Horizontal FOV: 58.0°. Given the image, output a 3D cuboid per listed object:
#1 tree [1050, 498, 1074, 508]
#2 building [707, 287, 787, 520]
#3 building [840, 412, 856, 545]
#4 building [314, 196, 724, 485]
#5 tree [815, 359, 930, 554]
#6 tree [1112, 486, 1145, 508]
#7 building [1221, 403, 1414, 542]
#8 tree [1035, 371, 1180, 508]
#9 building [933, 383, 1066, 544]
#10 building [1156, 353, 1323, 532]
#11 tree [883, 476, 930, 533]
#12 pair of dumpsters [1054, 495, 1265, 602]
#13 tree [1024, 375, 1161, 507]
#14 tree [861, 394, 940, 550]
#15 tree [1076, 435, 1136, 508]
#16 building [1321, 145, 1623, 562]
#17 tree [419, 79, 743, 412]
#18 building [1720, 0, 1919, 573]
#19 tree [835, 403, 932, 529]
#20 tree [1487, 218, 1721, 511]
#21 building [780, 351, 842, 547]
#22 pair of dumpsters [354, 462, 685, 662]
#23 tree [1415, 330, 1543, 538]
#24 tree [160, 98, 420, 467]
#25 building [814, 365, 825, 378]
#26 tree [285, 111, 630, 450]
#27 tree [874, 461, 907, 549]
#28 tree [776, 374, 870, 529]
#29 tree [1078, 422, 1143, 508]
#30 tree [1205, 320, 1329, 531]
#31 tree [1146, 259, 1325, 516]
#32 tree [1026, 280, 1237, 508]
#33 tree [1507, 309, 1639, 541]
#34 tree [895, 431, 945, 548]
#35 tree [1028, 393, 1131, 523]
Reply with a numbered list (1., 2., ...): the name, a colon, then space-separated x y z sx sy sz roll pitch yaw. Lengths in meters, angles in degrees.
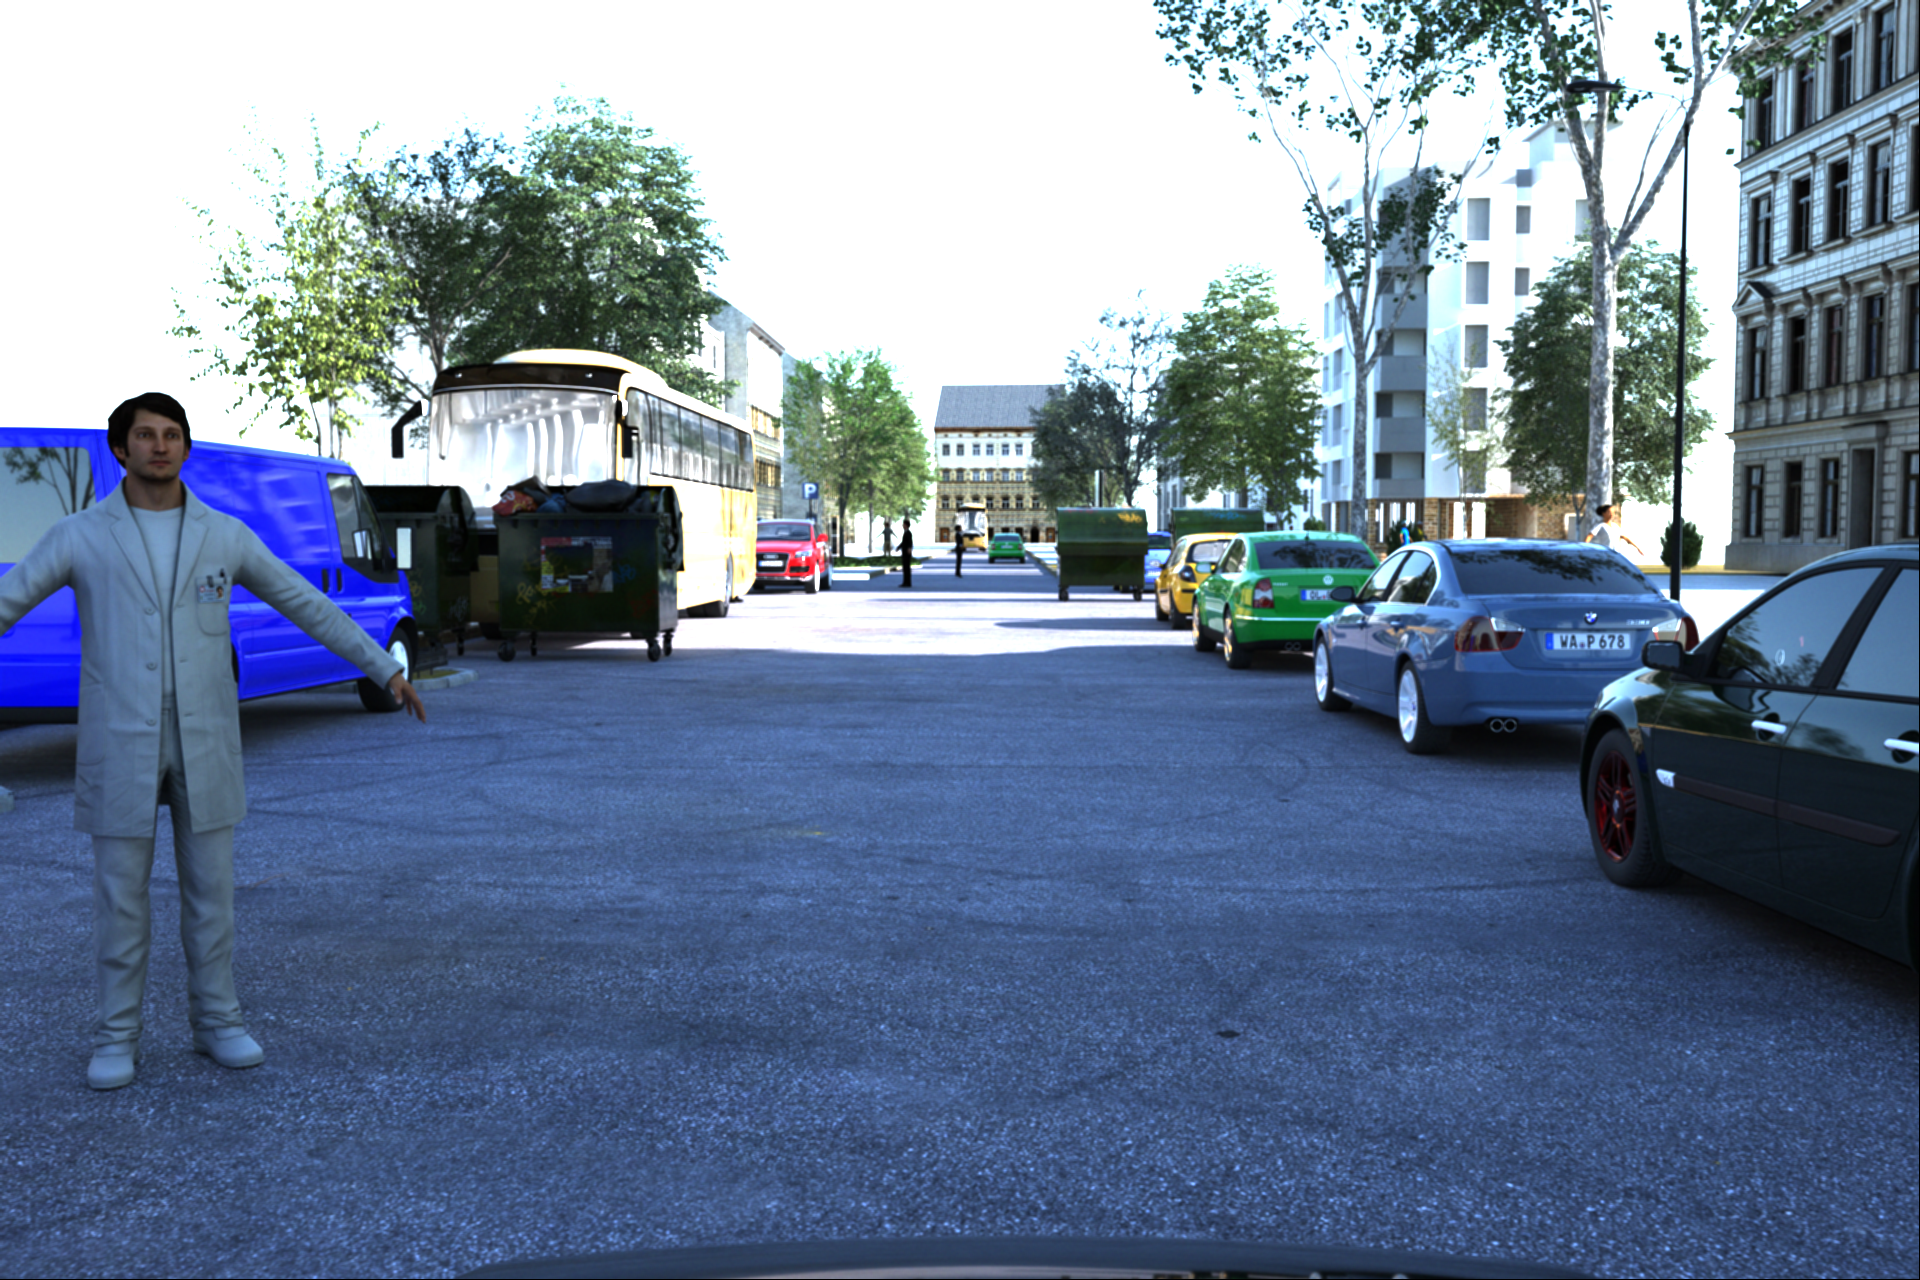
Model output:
1. tree: 10.142 -12.742 158.695 4.737 8.622 4.395 0 3 0
2. building: -24.004 -18.423 132.148 19.493 23.208 18.063 0 4 1
3. building: -23.050 -23.645 217.523 19.493 23.208 18.063 0 4 1
4. building: -25.250 -14.702 106.841 16.747 18.905 31.486 0 4 1
5. tree: -5.734 -11.849 111.854 7.486 12.596 7.792 0 3 0
6. tree: 23.243 -19.283 249.684 7.601 10.594 8.767 0 4 7
7. building: 24.171 -10.865 119.784 9.099 9.664 28.070 0 4 2
8. tree: 8.676 -10.007 98.031 8.767 10.594 7.601 -1 4 -18
9. building: 6.270 -25.594 251.840 18.063 23.208 19.493 0 4 6
10. building: 30.025 -19.053 177.971 16.747 18.905 31.486 0 4 1
11. tree: -7.689 -20.410 251.826 7.486 12.596 7.792 0 3 0
12. pair of dumpsters: 4.228 -1.961 37.015 4.436 2.255 1.574 0 4 0
13. tree: 9.952 -13.457 130.394 12.009 13.543 11.850 0 3 0
14. tree: -5.444 -13.456 138.131 7.486 12.596 7.792 0 3 0
15. tree: 9.345 -10.290 118.600 4.360 8.622 3.978 0 3 0
16. building: 24.371 -14.348 91.005 16.016 20.090 11.380 0 4 1
17. tree: -11.023 -8.808 50.658 9.857 13.997 8.962 0 3 0
18. building: 29.320 -11.194 46.635 10.561 19.211 19.286 0 4 2
19. tree: -5.611 -12.403 128.549 9.928 11.665 9.643 0 3 0
20. tree: 26.581 -10.066 71.236 9.857 13.997 8.962 0 3 0
21. building: -22.460 -21.363 180.212 19.493 23.208 18.063 0 4 2
22. pair of dumpsters: -5.466 -0.913 19.871 4.436 2.255 1.574 0 4 2
23. tree: 18.161 -6.873 62.742 4.360 8.622 3.978 0 3 0
24. tree: -10.940 -4.822 29.199 4.737 8.622 4.395 0 3 0
25. building: -21.224 -20.680 194.542 16.016 20.090 11.380 0 4 1
26. tree: -10.746 -6.304 37.486 8.767 10.594 7.601 1 4 23
27. tree: -5.706 -12.030 147.045 4.737 8.622 4.395 0 3 0
28. tree: -6.816 -7.921 79.879 4.360 8.622 3.978 0 3 0
29. tree: 8.895 -9.597 107.271 4.360 8.622 3.978 0 3 0
30. tree: 10.653 -6.629 58.739 4.737 8.622 4.395 0 3 0
31. tree: 11.513 -9.429 72.296 7.486 12.596 7.792 0 3 0
32. tree: 8.346 -10.662 84.694 12.009 13.543 11.850 0 3 0
33. tree: 20.271 -6.478 56.279 4.360 8.622 3.978 0 3 0
34. tree: -4.886 -14.360 160.549 9.928 11.665 9.643 0 3 0
35. tree: 10.348 -14.824 149.024 9.857 13.997 8.962 0 3 0
